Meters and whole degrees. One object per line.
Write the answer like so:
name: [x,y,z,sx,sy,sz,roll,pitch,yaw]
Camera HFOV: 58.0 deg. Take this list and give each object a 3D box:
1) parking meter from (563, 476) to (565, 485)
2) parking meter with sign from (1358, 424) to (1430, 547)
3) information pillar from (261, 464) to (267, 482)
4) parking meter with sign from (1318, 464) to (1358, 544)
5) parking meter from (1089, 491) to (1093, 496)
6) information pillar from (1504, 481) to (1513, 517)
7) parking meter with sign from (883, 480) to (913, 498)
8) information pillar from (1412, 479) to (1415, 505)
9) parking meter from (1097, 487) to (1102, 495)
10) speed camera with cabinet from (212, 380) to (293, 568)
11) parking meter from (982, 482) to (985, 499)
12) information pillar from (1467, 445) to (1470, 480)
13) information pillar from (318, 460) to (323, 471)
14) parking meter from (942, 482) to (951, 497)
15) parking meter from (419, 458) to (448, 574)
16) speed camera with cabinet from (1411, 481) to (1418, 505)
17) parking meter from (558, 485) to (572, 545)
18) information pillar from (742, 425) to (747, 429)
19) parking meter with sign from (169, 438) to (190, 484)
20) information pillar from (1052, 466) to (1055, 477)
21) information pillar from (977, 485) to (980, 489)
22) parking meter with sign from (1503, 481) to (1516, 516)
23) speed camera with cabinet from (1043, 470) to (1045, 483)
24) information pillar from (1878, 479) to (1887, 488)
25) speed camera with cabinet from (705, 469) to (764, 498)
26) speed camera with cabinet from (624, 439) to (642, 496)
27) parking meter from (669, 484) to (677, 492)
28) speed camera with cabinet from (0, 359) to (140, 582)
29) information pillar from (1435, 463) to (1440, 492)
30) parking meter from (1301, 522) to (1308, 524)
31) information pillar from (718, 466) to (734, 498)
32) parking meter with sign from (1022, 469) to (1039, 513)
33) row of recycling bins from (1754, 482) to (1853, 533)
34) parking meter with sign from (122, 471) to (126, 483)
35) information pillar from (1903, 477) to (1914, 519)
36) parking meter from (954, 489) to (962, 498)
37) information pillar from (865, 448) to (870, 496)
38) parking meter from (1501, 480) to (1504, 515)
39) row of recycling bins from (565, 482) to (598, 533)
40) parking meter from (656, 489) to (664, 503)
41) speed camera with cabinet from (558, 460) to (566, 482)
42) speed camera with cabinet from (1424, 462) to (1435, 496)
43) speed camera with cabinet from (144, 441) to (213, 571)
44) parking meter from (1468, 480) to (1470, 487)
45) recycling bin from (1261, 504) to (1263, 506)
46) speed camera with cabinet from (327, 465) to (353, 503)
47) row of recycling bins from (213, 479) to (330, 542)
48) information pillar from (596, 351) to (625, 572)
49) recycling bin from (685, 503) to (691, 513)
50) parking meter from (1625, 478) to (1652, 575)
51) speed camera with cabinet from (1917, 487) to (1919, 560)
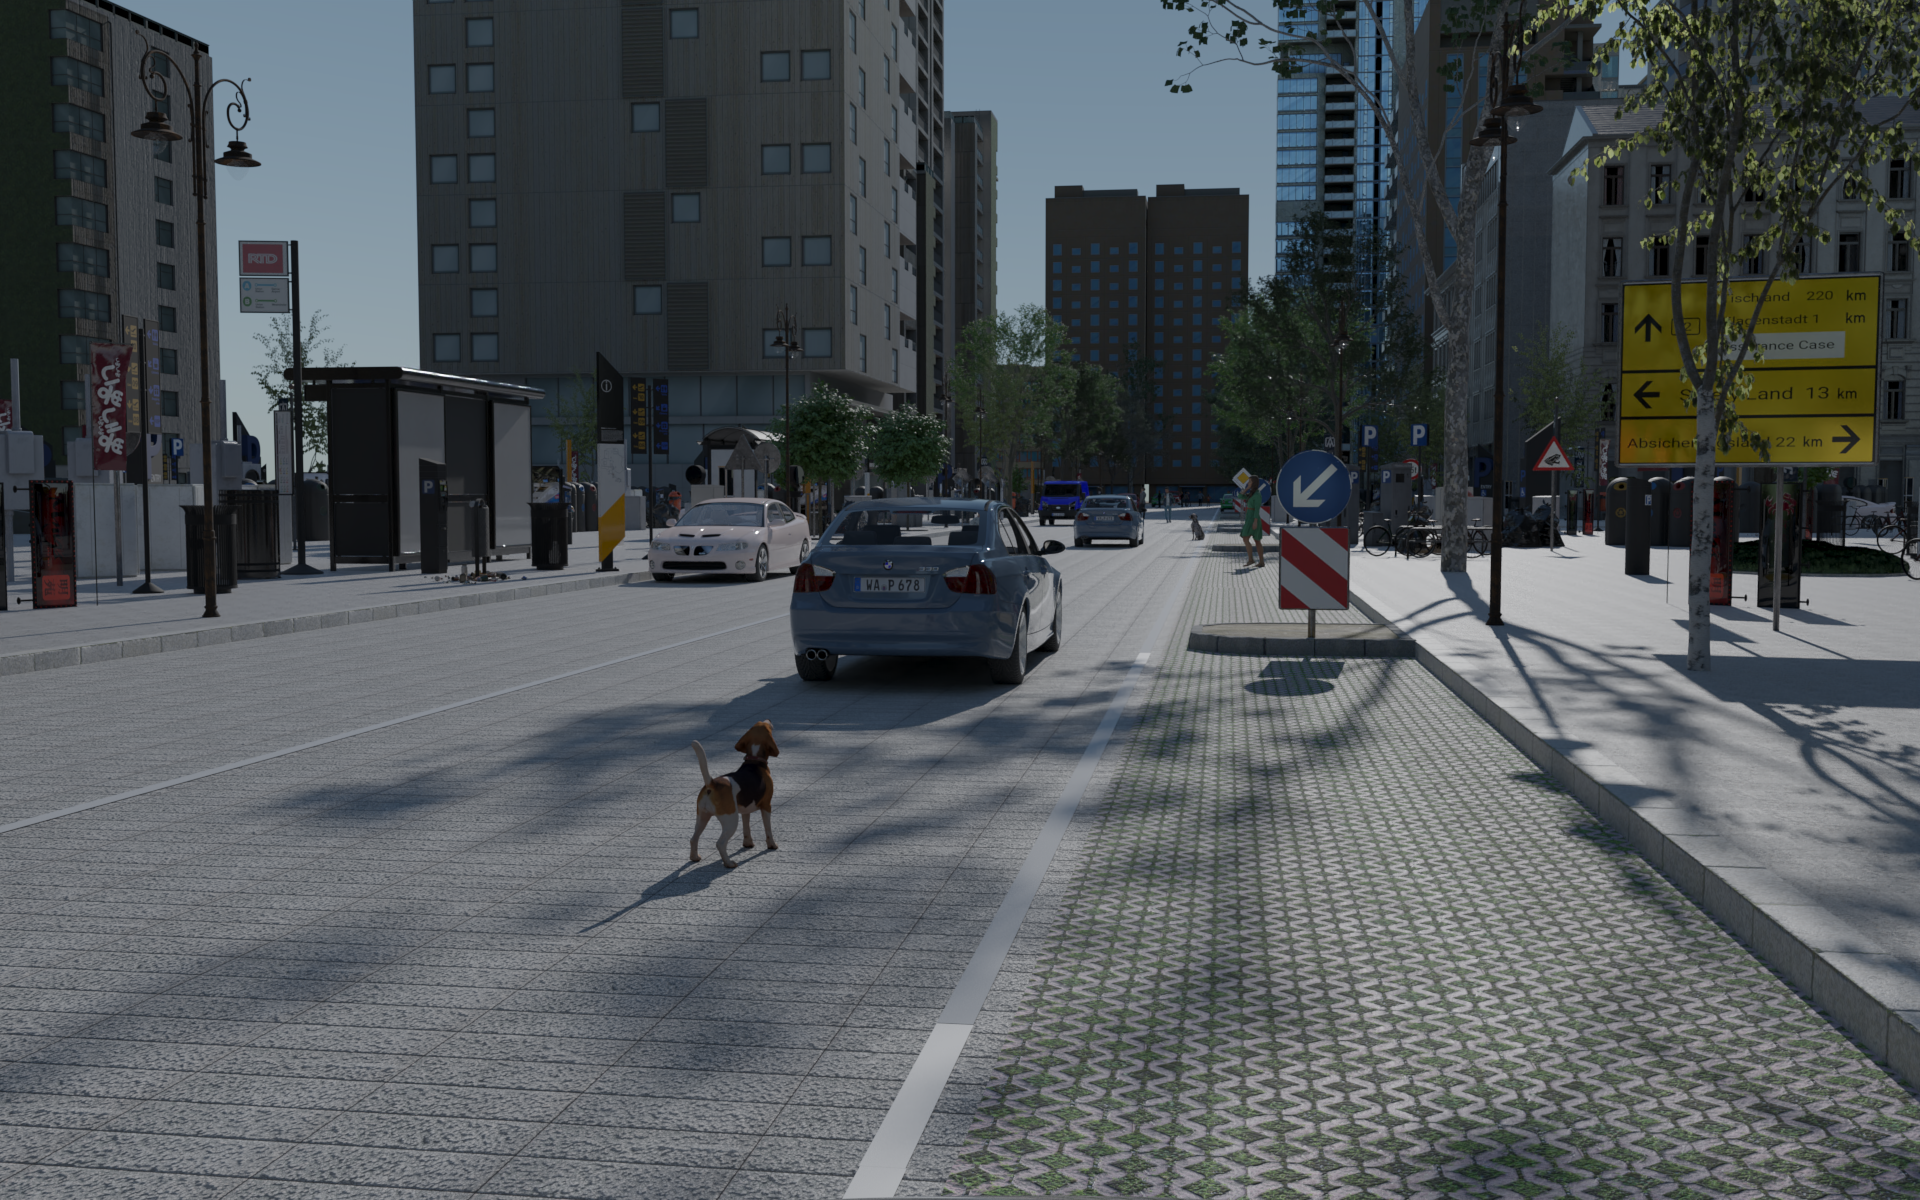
parking meter: [-10.955,-2.537,47.185,0.399,1.863,0.255,2,4,26]
parking meter with sign: [10.723,-2.840,42.690,1.738,3.016,0.543,-2,4,-31]
information pillar: [-52.756,-8.556,131.249,0.504,3.616,0.183,-2,4,-31]
parking meter with sign: [9.894,-2.949,44.473,0.543,3.016,1.738,-2,4,-30]
parking meter: [10.926,-8.364,145.165,0.372,1.533,0.369,0,3,0]
information pillar: [30.910,-5.696,97.622,0.304,2.012,0.304,-3,4,-36]
parking meter with sign: [-2.948,-5.019,78.325,1.738,3.016,0.543,1,4,13]
information pillar: [33.026,-8.273,126.618,0.504,3.616,0.183,3,4,36]
parking meter: [11.545,-8.397,143.002,0.399,1.863,0.255,1,4,9]
speed camera with cabinet: [-12.745,-2.226,30.731,0.660,3.252,2.038,1,4,15]
parking meter: [1.107,-4.570,80.425,0.255,1.863,0.399,1,4,14]
information pillar: [22.595,-5.257,77.298,0.183,3.616,0.504,3,4,36]
information pillar: [-44.461,-7.897,120.467,0.504,3.616,0.183,2,4,32]
parking meter: [-0.638,-4.610,81.082,0.399,1.863,0.255,-1,4,-16]
parking meter: [-8.477,-1.358,27.913,0.399,1.863,0.255,1,4,15]
speed camera with cabinet: [31.965,-7.971,124.658,2.038,3.252,0.660,-2,4,-25]
parking meter: [-10.047,-2.177,43.999,0.372,1.533,0.369,0,3,0]
information pillar: [-7.098,-4.093,58.278,0.504,3.616,0.183,0,4,0]
parking meter with sign: [-23.693,-3.533,54.023,1.738,3.016,0.543,1,4,14]
information pillar: [7.848,-9.439,145.678,0.183,3.616,0.504,1,4,18]
information pillar: [1.579,-8.270,139.702,0.304,2.012,0.304,-3,5,-43]
parking meter with sign: [31.438,-6.286,99.033,1.738,3.016,0.543,1,4,22]
speed camera with cabinet: [6.674,-9.010,141.643,0.660,3.252,2.038,0,4,2]
information pillar: [43.690,-4.745,82.073,0.304,2.012,0.304,-2,4,-29]
speed camera with cabinet: [-7.954,-4.087,61.157,2.038,3.252,0.660,-2,4,-33]
speed camera with cabinet: [-12.195,-4.219,63.322,0.660,3.252,2.038,0,4,7]
parking meter: [-16.120,-5.596,97.204,0.399,1.863,0.255,-3,4,-36]
speed camera with cabinet: [-13.523,-1.939,26.044,0.660,3.252,2.038,3,5,39]
information pillar: [36.217,-8.557,131.265,0.183,3.616,0.504,-1,4,-19]
parking meter: [14.837,-4.055,74.716,0.372,1.533,0.369,0,3,0]
information pillar: [-6.162,-2.521,45.711,0.304,2.012,0.304,3,4,39]
parking meter with sign: [4.629,-7.590,120.355,1.738,3.016,0.543,0,4,7]
row of recycling bins: [27.468,-3.071,57.320,3.534,1.692,1.069,0,4,-7]
parking meter with sign: [-47.134,-6.107,96.105,1.738,3.016,0.543,0,4,4]
information pillar: [41.735,-4.388,76.233,0.304,2.012,0.304,1,4,10]
parking meter: [-0.100,-4.903,88.583,0.372,1.533,0.369,0,3,0]
information pillar: [-3.591,-4.620,66.886,0.183,3.616,0.504,-1,4,-16]
parking meter: [22.314,-4.041,71.775,0.255,1.863,0.399,-1,4,-15]
row of recycling bins: [-12.990,-3.175,59.020,1.069,1.692,3.534,1,4,11]
parking meter: [-14.022,-4.435,80.929,0.372,1.533,0.369,0,3,0]
speed camera with cabinet: [-22.275,-6.421,99.323,2.038,3.252,0.660,0,4,-2]
speed camera with cabinet: [30.008,-6.983,108.516,2.038,3.252,0.660,0,4,-3]
speed camera with cabinet: [-13.713,-2.114,28.898,2.038,3.252,0.660,0,4,-4]
parking meter: [21.518,-4.185,74.143,0.399,1.863,0.255,0,4,-1]
recycling bin: [22.023,-6.959,126.336,0.722,1.027,0.722,2,4,32]
speed camera with cabinet: [-18.712,-3.552,52.415,0.660,3.252,2.038,-1,4,-11]
row of recycling bins: [-18.780,-2.415,46.592,3.534,1.692,1.069,-3,5,-42]
information pillar: [-5.785,-2.281,28.646,0.183,3.616,0.504,3,5,45]
recycling bin: [-7.496,-2.298,50.133,0.722,1.027,0.722,-3,4,-36]
parking meter: [10.780,-1.169,27.526,0.372,1.533,0.369,0,3,0]
speed camera with cabinet: [18.957,-2.307,32.050,2.038,3.252,0.660,3,4,39]
